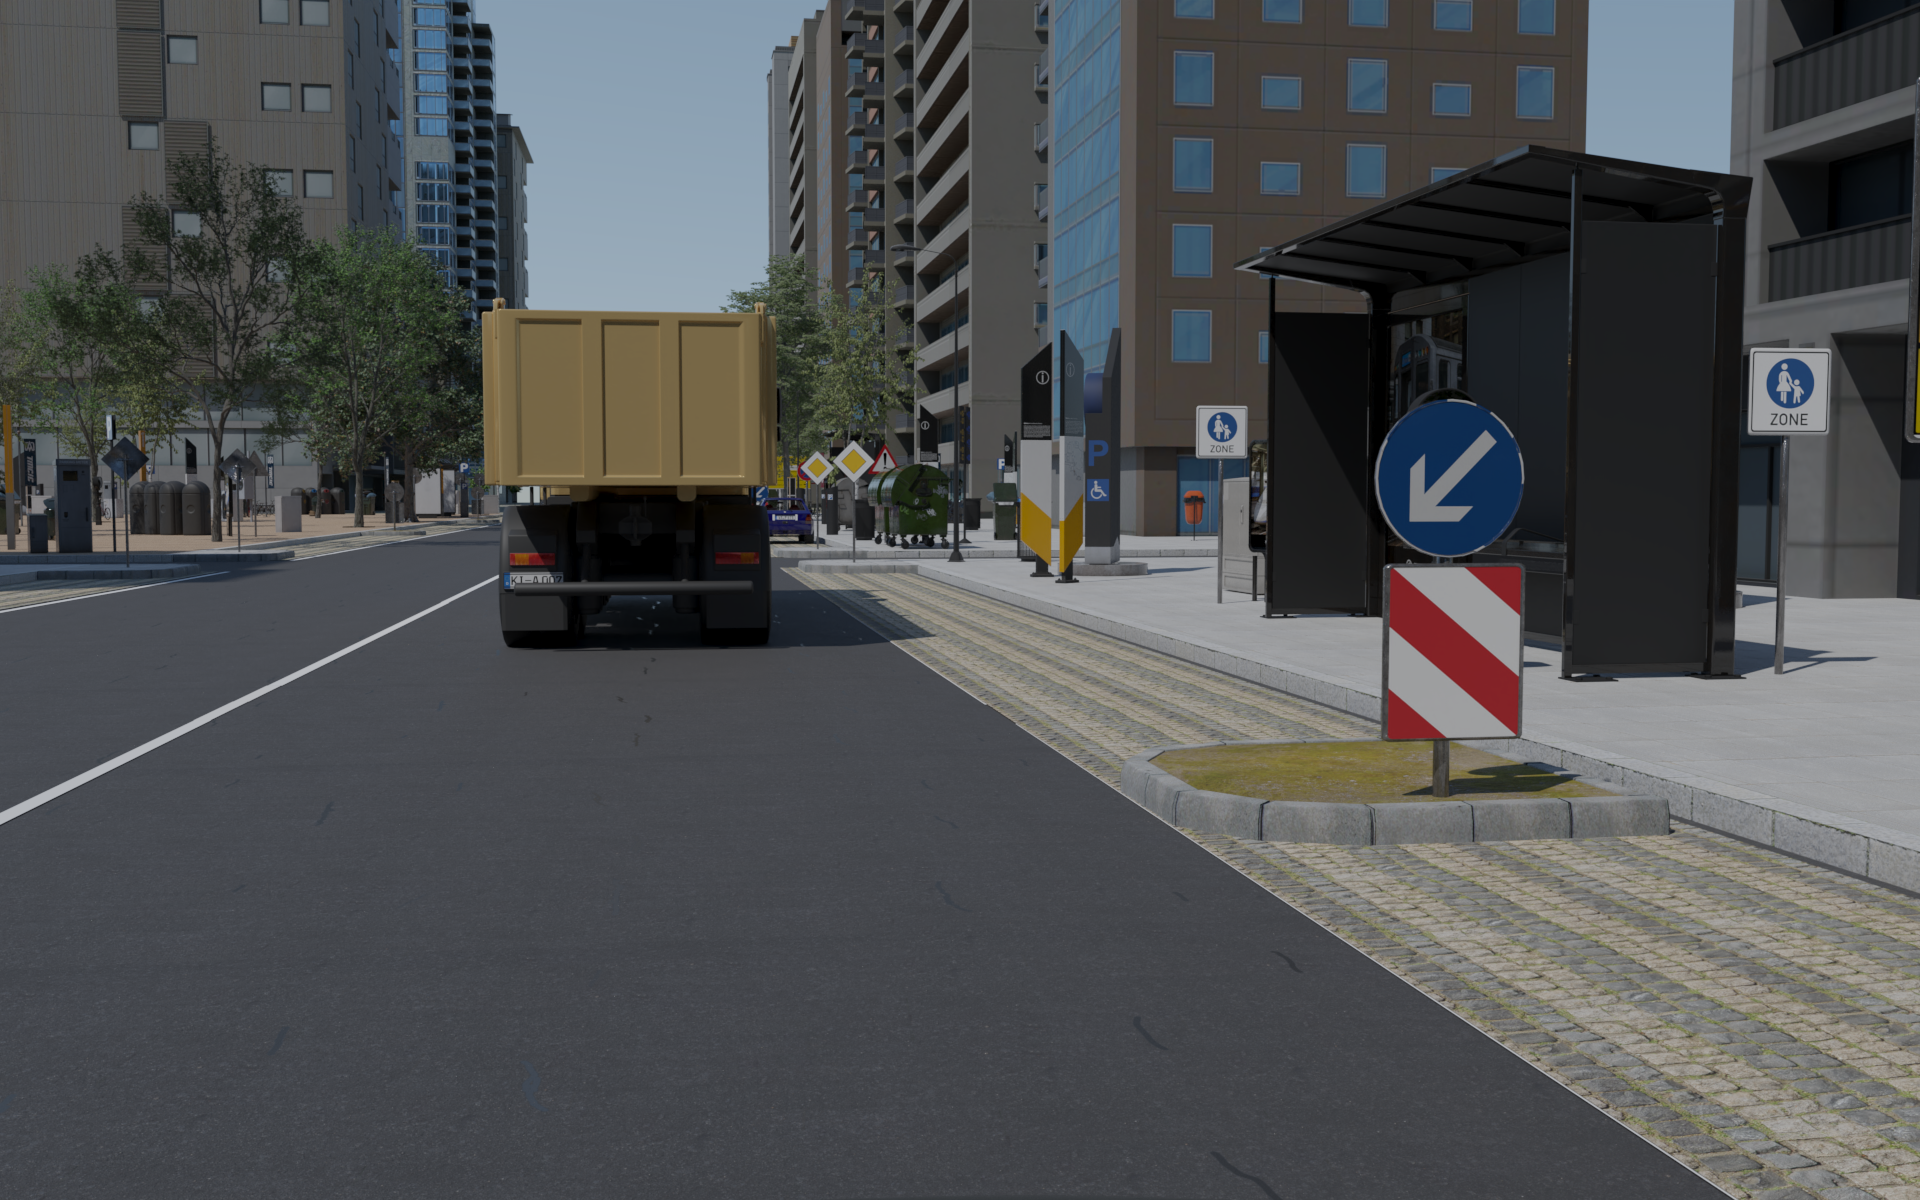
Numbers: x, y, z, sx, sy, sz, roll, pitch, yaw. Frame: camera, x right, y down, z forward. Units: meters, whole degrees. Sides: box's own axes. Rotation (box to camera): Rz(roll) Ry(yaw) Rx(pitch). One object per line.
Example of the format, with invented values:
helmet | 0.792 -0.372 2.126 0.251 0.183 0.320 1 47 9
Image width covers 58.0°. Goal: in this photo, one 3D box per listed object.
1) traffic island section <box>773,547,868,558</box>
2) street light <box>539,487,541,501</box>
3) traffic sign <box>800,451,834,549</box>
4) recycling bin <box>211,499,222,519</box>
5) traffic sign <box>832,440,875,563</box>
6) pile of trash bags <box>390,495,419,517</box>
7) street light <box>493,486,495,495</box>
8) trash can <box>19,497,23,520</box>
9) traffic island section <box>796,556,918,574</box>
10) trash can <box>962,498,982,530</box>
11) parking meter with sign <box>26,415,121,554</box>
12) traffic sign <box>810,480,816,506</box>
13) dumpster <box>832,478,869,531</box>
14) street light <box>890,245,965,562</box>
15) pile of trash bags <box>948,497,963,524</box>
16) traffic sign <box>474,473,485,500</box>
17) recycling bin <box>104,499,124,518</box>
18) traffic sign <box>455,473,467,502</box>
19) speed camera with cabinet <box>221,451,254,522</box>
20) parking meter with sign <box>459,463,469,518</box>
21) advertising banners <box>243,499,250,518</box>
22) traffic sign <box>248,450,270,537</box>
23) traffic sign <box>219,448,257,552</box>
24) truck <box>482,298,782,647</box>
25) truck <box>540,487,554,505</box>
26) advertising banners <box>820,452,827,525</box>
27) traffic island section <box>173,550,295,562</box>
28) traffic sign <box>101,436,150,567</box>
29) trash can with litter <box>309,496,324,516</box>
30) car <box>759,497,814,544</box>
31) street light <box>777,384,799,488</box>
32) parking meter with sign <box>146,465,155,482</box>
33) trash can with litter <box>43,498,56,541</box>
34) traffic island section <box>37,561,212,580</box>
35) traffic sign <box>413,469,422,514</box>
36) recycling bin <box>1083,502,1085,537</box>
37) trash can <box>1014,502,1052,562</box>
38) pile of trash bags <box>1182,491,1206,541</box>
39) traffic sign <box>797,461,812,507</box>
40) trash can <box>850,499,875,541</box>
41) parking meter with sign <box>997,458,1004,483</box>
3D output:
traffic island section | -3.287 -1.101 40.282 2.009 0.180 2.903 -1 4 -10
street light | -37.002 -11.146 154.776 1.470 5.913 1.316 -1 4 -10
traffic sign | -3.309 -2.236 40.201 0.795 2.450 0.064 -1 4 -10
recycling bin | -39.252 -4.806 91.127 0.722 1.027 0.722 0 4 6
traffic sign | -1.983 -1.754 32.326 0.795 2.450 0.064 -1 4 -10
pile of trash bags | -31.918 -5.512 99.874 1.912 1.369 3.447 -1 4 -15
street light | -30.013 -8.621 113.500 1.470 5.913 1.316 -1 4 -10
trash can | -47.030 -4.563 86.257 0.748 1.137 0.748 0 3 0
traffic island section | -1.961 -0.619 32.407 2.009 0.180 2.903 -1 4 -10
trash can | 0.429 -3.050 61.517 0.748 1.137 0.748 0 3 0
parking meter with sign | -19.386 -2.540 37.791 1.738 3.016 0.543 -3 4 -37
traffic sign | -7.847 -5.569 91.050 0.884 2.594 0.081 0 4 -5
dumpster | -3.816 -3.338 60.333 1.264 1.857 1.865 -1 4 -10
street light | -0.605 -3.668 32.509 1.470 5.913 1.316 -1 4 -10
pile of trash bags | -0.725 -4.025 75.556 1.912 1.369 3.447 3 4 37
traffic sign | -29.232 -6.447 105.513 0.768 2.556 0.104 0 4 -6
recycling bin | -45.159 -4.885 92.418 0.722 1.027 0.722 0 4 3
traffic sign | -30.159 -6.395 104.666 0.768 2.556 0.104 0 4 -1
speed camera with cabinet | -33.237 -5.220 79.685 2.038 3.252 0.660 3 4 38
parking meter with sign | -27.342 -6.070 95.498 0.543 3.016 1.738 -1 4 -15
advertising banners | -39.137 -6.058 95.228 0.090 3.025 2.074 0 4 -7
traffic sign | -21.025 -3.158 51.640 0.884 2.594 0.081 0 4 -2
traffic sign | -15.881 -2.108 38.111 0.795 2.450 0.064 -1 4 -10
truck | -3.615 -1.474 20.023 3.469 3.379 9.791 -1 4 -9
truck | -21.214 -5.992 93.894 3.469 3.379 9.791 -1 4 -10
advertising banners | -5.441 -4.646 72.146 0.090 3.025 2.074 -2 4 -28
traffic island section | -15.902 -0.972 38.169 2.009 0.180 2.903 -1 4 -10
traffic sign | -14.554 -1.627 30.237 0.795 2.450 0.064 -1 4 -10
trash can with litter | -37.418 -5.459 100.634 0.624 1.170 1.055 0 4 1
car | -5.240 -2.329 50.654 1.945 1.354 3.894 -1 4 -10
street light | -7.333 -6.121 72.613 1.470 5.913 1.316 -1 4 -10
parking meter with sign | -47.889 -6.496 102.467 0.543 3.016 1.738 -2 4 -26
trash can with litter | -24.842 -2.226 47.790 1.055 1.170 0.624 3 5 42
traffic island section | -14.576 -0.490 30.295 2.009 0.180 2.903 -1 4 -10
traffic sign | -27.322 -5.300 86.766 0.768 2.556 0.104 -1 4 -9
recycling bin | 3.938 -2.438 52.418 0.722 1.027 0.722 -1 4 -10
trash can | 1.384 -1.299 32.894 0.748 1.137 0.748 0 3 0
pile of trash bags | 7.864 -2.323 47.726 3.447 1.369 1.912 0 4 5
traffic sign | -5.893 -4.078 66.777 0.768 2.556 0.104 -1 4 -9
trash can | -2.659 -2.224 48.011 0.748 1.137 0.748 0 3 0
parking meter with sign | 2.258 -5.455 85.452 0.543 3.016 1.738 1 4 12
